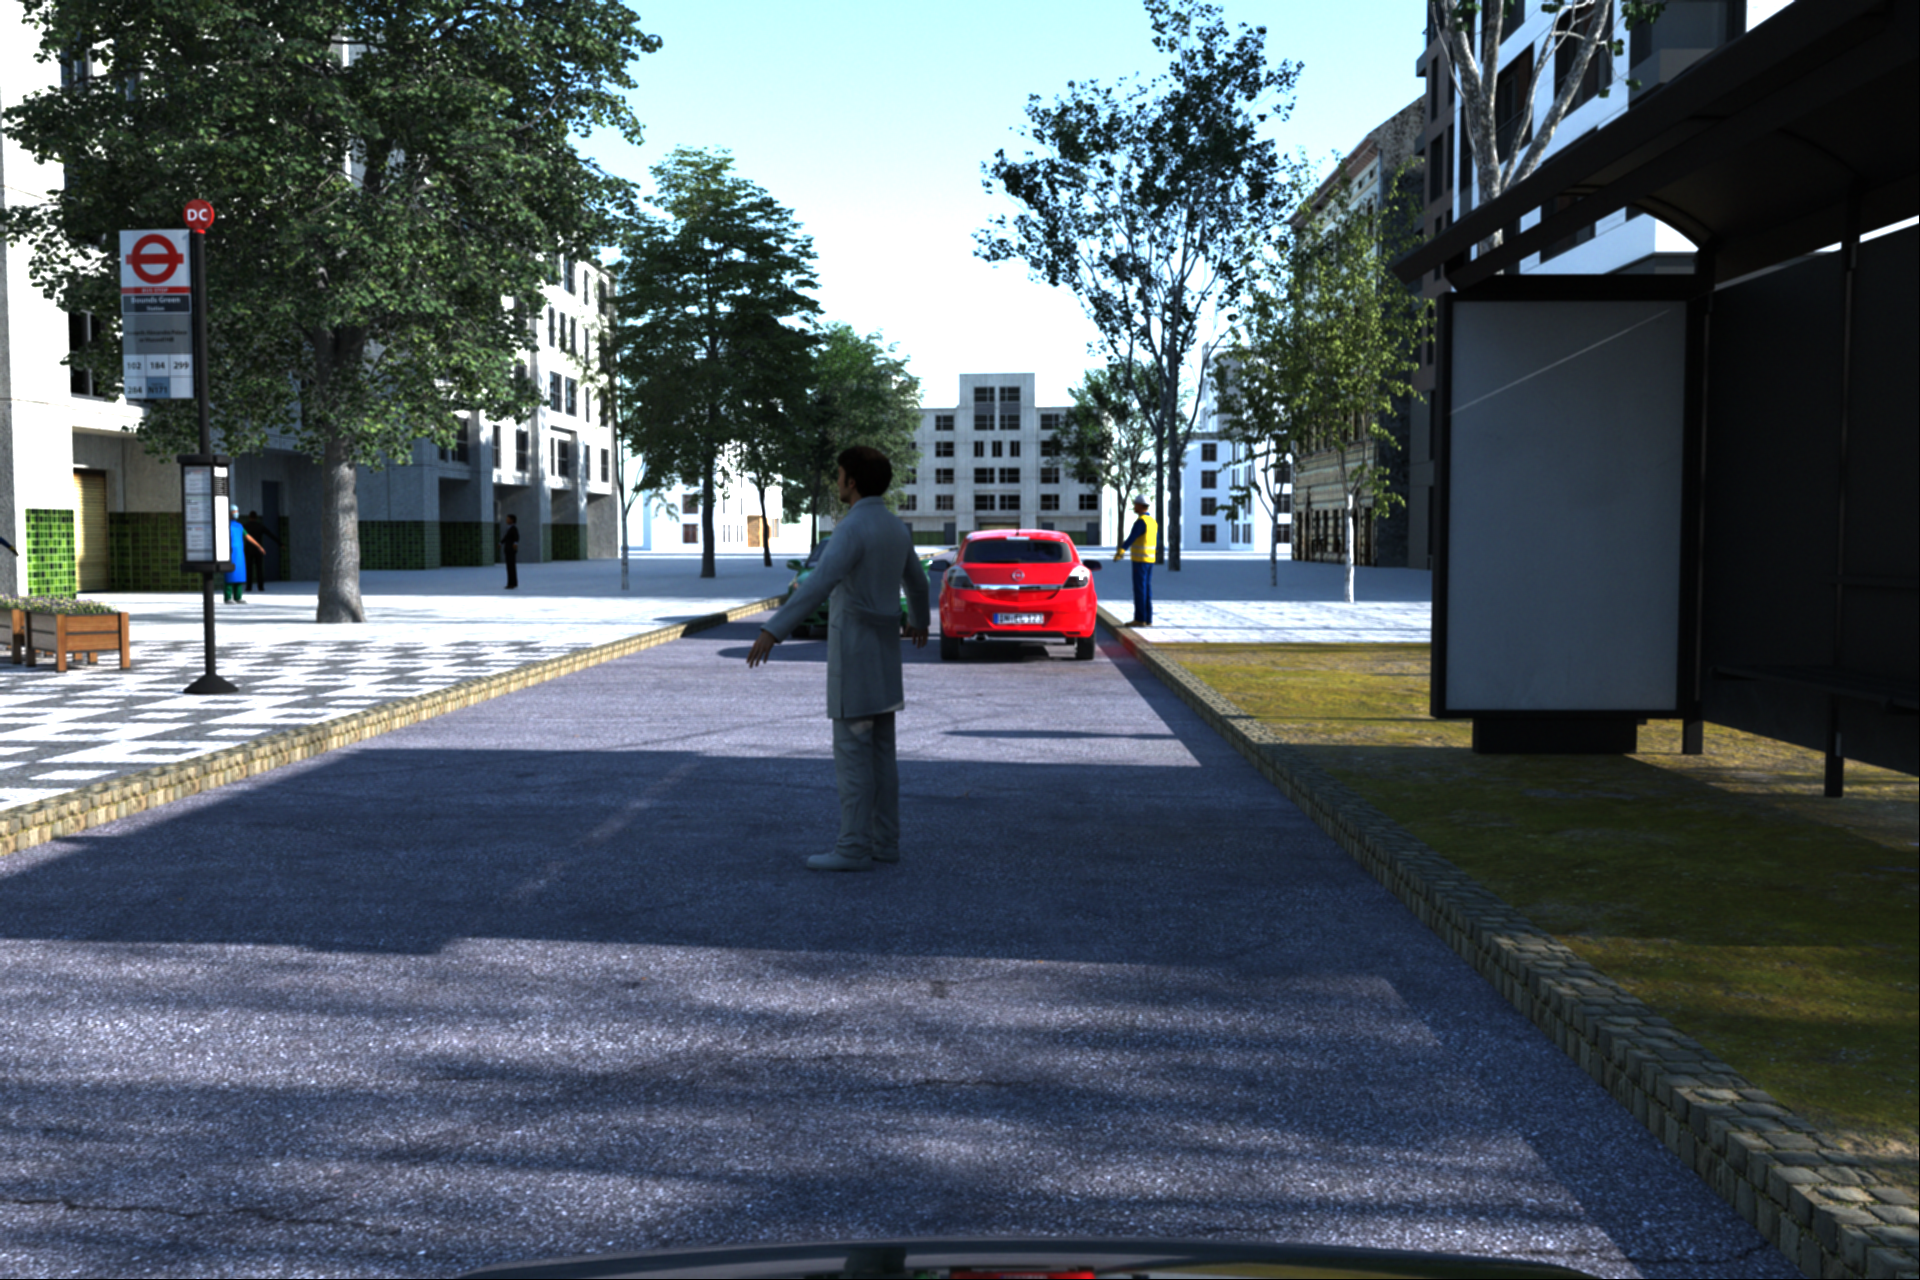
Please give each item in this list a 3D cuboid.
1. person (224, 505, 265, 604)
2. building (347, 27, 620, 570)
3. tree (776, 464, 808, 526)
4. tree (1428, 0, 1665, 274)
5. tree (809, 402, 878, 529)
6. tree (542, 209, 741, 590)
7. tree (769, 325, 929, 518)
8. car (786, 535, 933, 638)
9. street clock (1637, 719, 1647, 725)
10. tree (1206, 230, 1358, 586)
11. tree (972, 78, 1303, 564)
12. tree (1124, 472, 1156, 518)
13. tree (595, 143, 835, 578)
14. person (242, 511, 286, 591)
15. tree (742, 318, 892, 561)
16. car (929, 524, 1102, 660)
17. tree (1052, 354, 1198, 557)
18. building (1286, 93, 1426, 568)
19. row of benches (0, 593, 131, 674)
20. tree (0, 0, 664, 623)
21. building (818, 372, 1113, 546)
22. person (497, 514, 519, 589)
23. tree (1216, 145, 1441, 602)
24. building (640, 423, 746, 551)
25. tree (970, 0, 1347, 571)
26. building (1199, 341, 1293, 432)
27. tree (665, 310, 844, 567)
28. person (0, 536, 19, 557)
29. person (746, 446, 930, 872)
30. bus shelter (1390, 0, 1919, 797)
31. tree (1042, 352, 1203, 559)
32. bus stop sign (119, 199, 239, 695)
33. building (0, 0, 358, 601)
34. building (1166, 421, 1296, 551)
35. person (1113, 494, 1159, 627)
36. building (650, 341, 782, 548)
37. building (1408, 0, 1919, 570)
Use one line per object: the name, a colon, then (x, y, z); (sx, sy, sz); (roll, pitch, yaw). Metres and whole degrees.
person: (-13.361, -1.575, 31.885); (0.704, 1.817, 1.347); (1, 4, 20)
building: (-26.971, -12.863, 76.763); (16.747, 18.905, 31.486); (0, 4, 1)
tree: (-21.170, -17.821, 198.021); (9.857, 13.997, 8.962); (0, 3, 0)
tree: (8.100, -10.128, 21.487); (12.611, 20.169, 13.585); (0, 3, 0)
tree: (-7.041, -8.837, 94.844); (4.360, 8.622, 3.978); (0, 3, 0)
tree: (-7.908, -5.465, 39.711); (4.360, 8.622, 3.978); (0, 3, 0)
tree: (-6.644, -12.170, 105.637); (9.857, 13.997, 8.962); (0, 3, 0)
car: (-1.416, -0.837, 25.487); (2.131, 1.459, 4.920); (0, 4, 1)
street clock: (4.525, -0.434, 11.665); (0.358, 2.002, 0.471); (0, 4, 2)
tree: (7.806, -5.652, 42.769); (4.737, 8.622, 4.395); (0, 3, 0)
tree: (7.180, -13.317, 73.621); (12.611, 20.169, 13.585); (0, 3, 0)
tree: (20.428, -14.920, 194.301); (4.737, 8.622, 4.395); (0, 3, 0)
tree: (-7.242, -8.139, 51.196); (7.486, 12.596, 7.792); (0, 3, 0)
person: (-15.896, -2.004, 38.992); (1.346, 1.802, 0.704); (-2, 4, -24)
tree: (-6.854, -9.595, 82.632); (9.928, 11.665, 9.643); (0, 3, 0)
car: (0.685, -0.743, 21.188); (2.155, 1.783, 4.494); (0, 4, 1)
tree: (9.264, -10.562, 98.440); (9.928, 11.665, 9.643); (0, 3, 0)
building: (25.289, -14.903, 74.587); (19.493, 23.208, 18.063); (0, 4, 1)
row of benches: (-9.342, -0.124, 17.485); (1.422, 0.672, 4.104); (-3, 5, -43)
tree: (-9.106, -7.226, 24.799); (9.857, 13.997, 8.962); (0, 3, 0)
building: (1.117, -20.077, 197.168); (31.486, 18.905, 16.747); (1, 4, 9)
person: (-10.572, -2.066, 40.495); (0.721, 1.740, 1.216); (-2, 4, -33)
tree: (7.167, -5.015, 32.352); (4.737, 8.622, 4.395); (0, 3, 0)
building: (-22.281, -12.404, 144.951); (9.099, 9.664, 28.070); (0, 4, 2)
tree: (6.606, -12.412, 58.818); (12.611, 20.169, 13.585); (0, 3, 0)
building: (28.731, -19.190, 170.184); (16.016, 20.090, 11.380); (0, 4, 1)
tree: (-7.869, -8.195, 68.399); (7.601, 10.594, 8.767); (2, 4, 31)
person: (-15.332, -1.268, 27.192); (0.721, 1.772, 1.216); (1, 4, 21)
person: (-0.439, 0.071, 7.479); (0.705, 1.806, 1.347); (2, 4, 29)
bus shelter: (3.516, -0.833, 7.551); (2.014, 3.302, 5.546); (0, 4, 1)
tree: (8.253, -9.453, 88.968); (8.767, 10.594, 7.601); (1, 4, 11)
bus stop sign: (-6.291, -1.543, 13.931); (0.855, 3.939, 0.416); (0, 4, 3)
building: (-25.477, -10.097, 31.547); (16.747, 18.905, 31.486); (0, 4, 2)
building: (22.847, -12.261, 142.611); (9.099, 9.664, 28.070); (0, 4, 1)
person: (2.508, -1.110, 24.117); (0.705, 1.833, 1.349); (2, 4, 29)
building: (-23.787, -18.931, 165.935); (16.016, 20.090, 11.380); (0, 4, 2)
building: (26.861, -12.434, 47.269); (27.936, 21.610, 32.646); (0, 4, 1)
